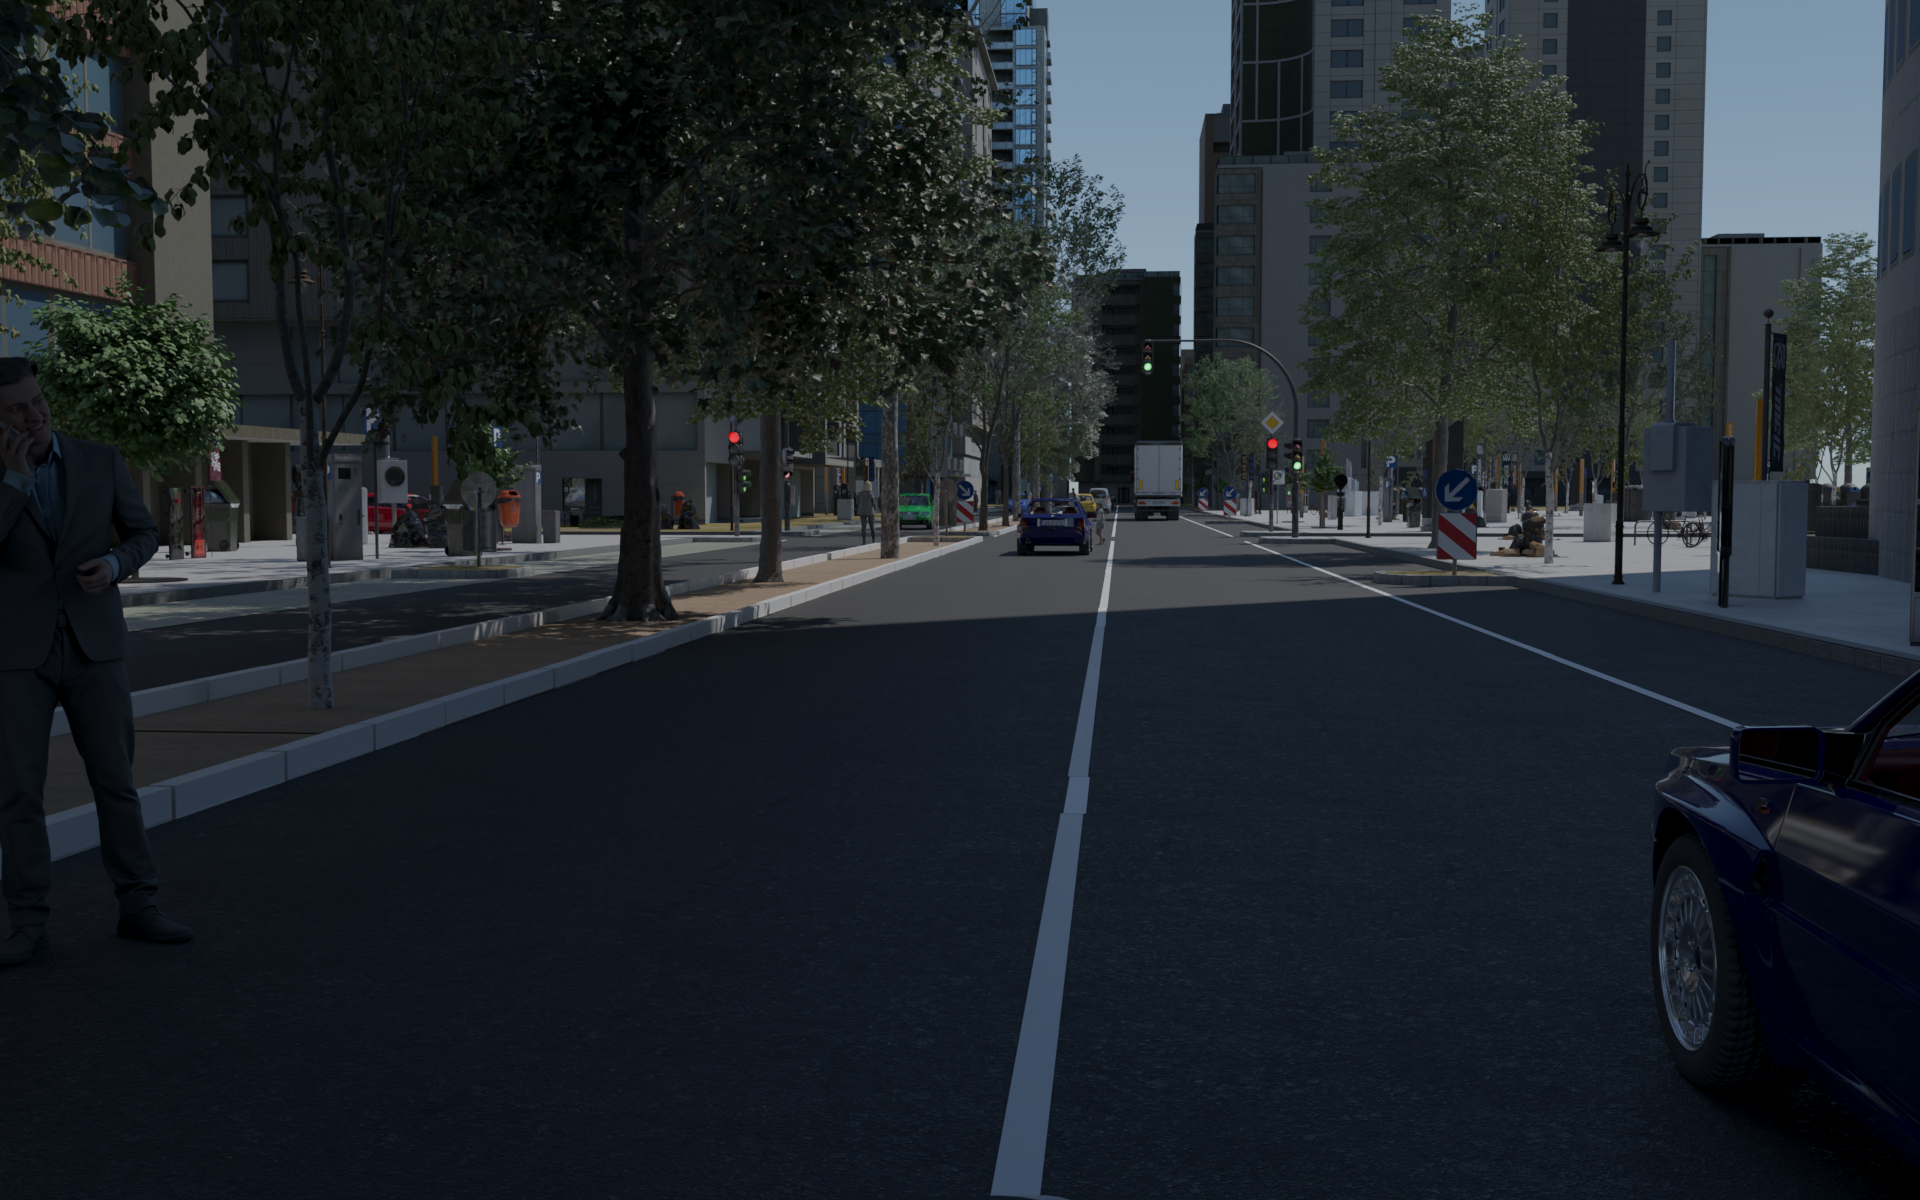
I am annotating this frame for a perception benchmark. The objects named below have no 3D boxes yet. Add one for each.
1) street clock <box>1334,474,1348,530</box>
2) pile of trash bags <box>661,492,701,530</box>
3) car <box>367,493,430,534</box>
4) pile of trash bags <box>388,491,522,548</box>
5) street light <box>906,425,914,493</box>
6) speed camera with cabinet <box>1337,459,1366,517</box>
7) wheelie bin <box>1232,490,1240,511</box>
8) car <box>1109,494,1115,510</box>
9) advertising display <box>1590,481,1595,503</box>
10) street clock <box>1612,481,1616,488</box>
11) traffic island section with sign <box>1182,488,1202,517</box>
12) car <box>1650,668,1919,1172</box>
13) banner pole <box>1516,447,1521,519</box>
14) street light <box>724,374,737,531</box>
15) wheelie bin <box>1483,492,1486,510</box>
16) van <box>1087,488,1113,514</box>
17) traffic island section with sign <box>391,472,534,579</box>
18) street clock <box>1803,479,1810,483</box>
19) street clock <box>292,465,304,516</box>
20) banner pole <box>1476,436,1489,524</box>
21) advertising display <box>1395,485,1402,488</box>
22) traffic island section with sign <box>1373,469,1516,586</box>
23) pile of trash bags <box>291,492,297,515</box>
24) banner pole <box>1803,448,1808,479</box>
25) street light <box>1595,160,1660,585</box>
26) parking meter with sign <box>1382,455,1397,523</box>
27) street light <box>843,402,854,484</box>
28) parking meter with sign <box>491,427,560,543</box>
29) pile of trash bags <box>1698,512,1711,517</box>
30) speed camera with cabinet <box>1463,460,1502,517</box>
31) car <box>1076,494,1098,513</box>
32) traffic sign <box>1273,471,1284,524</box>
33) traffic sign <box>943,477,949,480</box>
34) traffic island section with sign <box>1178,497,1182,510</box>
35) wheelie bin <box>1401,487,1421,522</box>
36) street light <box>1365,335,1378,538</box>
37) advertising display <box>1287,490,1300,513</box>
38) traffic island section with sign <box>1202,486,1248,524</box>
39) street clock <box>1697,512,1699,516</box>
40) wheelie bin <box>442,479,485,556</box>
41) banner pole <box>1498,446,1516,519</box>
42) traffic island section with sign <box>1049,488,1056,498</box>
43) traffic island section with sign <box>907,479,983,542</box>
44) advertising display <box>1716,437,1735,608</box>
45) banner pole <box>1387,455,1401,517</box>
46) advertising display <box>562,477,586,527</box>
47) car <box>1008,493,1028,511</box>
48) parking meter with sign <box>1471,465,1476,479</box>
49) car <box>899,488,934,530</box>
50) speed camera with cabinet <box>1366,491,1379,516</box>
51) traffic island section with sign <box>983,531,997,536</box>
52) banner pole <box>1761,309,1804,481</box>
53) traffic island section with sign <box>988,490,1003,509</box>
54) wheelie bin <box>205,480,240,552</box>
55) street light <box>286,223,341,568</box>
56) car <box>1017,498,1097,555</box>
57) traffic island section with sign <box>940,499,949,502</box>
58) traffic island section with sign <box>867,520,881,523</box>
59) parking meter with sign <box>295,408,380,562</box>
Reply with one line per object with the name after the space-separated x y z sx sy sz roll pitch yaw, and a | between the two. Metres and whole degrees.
13.541 -3.490 61.624 0.471 2.002 0.358 0 4 6 | street clock
-10.486 -3.310 63.869 1.912 1.369 3.447 0 4 -5 | pile of trash bags
-18.183 -2.921 56.799 4.494 1.783 2.155 0 4 6 | car
-12.119 -1.994 42.356 1.912 1.369 3.447 2 4 33 | pile of trash bags
-3.210 -8.587 113.185 0.468 5.910 1.993 0 4 5 | street light
22.121 -6.359 98.303 0.660 3.252 2.038 3 5 40 | speed camera with cabinet
20.811 -7.551 131.359 0.980 1.594 0.693 3 5 40 | wheelie bin
13.321 -9.106 160.675 2.131 1.459 4.920 0 4 6 | car
30.395 -4.776 83.296 0.123 1.923 0.974 2 4 25 | advertising display
35.623 -5.463 93.888 0.358 2.002 0.471 -3 5 -39 | street clock
15.361 -6.231 110.503 1.989 1.847 2.006 0 4 5 | traffic island section with sign
2.490 0.589 2.946 1.945 1.354 3.894 0 4 6 | car
29.129 -6.156 90.665 0.401 3.779 0.863 -1 4 -21 | banner pole
-8.006 -5.373 60.644 0.468 5.910 1.993 0 4 5 | street light
35.663 -6.673 117.006 0.693 1.594 0.980 0 4 3 | wheelie bin
10.230 -7.356 127.280 2.013 2.044 4.112 0 4 7 | van
-8.507 -1.307 29.995 1.989 1.847 2.006 0 4 5 | traffic island section with sign
41.179 -4.875 84.284 0.358 2.002 0.471 3 5 42 | street clock
-16.282 -2.332 42.703 0.358 2.002 0.471 -3 4 -37 | street clock
22.507 -5.181 74.734 0.863 3.779 0.401 -3 4 -37 | banner pole
32.915 -7.657 130.401 0.123 1.923 0.974 -1 4 -20 | advertising display
7.754 -1.182 27.961 1.989 1.847 2.006 0 4 5 | traffic island section with sign
-25.451 -3.657 69.536 3.447 1.369 1.912 -2 4 -27 | pile of trash bags
45.430 -6.311 93.202 0.401 3.779 0.863 0 4 5 | banner pole
9.357 -3.159 24.443 0.468 5.910 1.993 0 4 5 | street light
19.483 -5.049 78.819 0.543 3.016 1.738 1 4 8 | parking meter with sign
-5.644 -6.995 87.160 0.468 5.910 1.993 0 4 5 | street light
-11.332 -2.995 45.237 1.738 3.016 0.543 1 4 9 | parking meter with sign
42.202 -5.472 99.226 3.447 1.369 1.912 1 4 8 | pile of trash bags
29.460 -6.316 97.605 2.038 3.252 0.660 2 4 26 | speed camera with cabinet
8.326 -6.522 116.858 2.015 1.641 3.980 0 4 5 | car
13.665 -4.430 74.556 0.606 2.300 0.079 1 4 15 | traffic sign
-1.044 -8.111 132.719 0.768 2.556 0.104 1 4 12 | traffic sign
19.929 -9.267 160.150 1.989 1.847 2.006 0 4 5 | traffic island section with sign
20.581 -4.362 79.229 0.980 1.594 0.693 -2 4 -27 | wheelie bin
11.875 -4.735 50.207 0.468 5.910 1.993 0 4 5 | street light
22.063 -6.687 114.546 0.974 1.923 0.123 -1 4 -10 | advertising display
12.883 -4.589 83.662 1.989 1.847 2.006 0 4 5 | traffic island section with sign
40.354 -5.523 94.864 0.471 2.002 0.358 0 4 8 | street clock
-10.260 -1.709 35.852 0.980 1.594 0.693 2 4 33 | wheelie bin
28.005 -6.073 89.308 0.863 3.779 0.401 3 4 38 | banner pole
7.098 -7.714 134.258 2.006 1.907 1.989 0 4 5 | traffic island section with sign
-0.469 -2.686 52.058 2.006 1.907 1.989 0 4 5 | traffic island section with sign
8.776 -0.897 19.876 0.123 1.923 0.974 1 4 21 | advertising display
24.693 -6.646 98.680 0.863 3.779 0.401 0 4 -1 | banner pole
-14.988 -3.797 67.289 0.974 1.923 0.123 -3 5 -43 | advertising display
4.887 -8.261 144.654 1.945 1.707 3.694 0 4 4 | car
30.391 -6.600 104.176 1.738 3.016 0.543 -2 4 -32 | parking meter with sign
-1.886 -3.798 70.892 1.959 1.807 4.718 0 4 3 | car
24.015 -6.675 103.476 2.038 3.252 0.660 1 4 21 | speed camera with cabinet
0.220 -3.137 59.434 2.006 1.907 1.989 0 4 5 | traffic island section with sign
11.088 -2.057 23.650 0.863 3.779 0.401 -3 5 -43 | banner pole
3.627 -9.359 161.655 1.989 1.847 2.006 0 4 5 | traffic island section with sign
-16.536 -1.882 38.685 0.693 1.594 0.980 0 4 -4 | wheelie bin
-10.934 -3.484 29.744 0.468 5.910 1.993 0 4 5 | street light
2.332 -1.797 41.953 1.945 1.354 3.894 0 4 6 | car
-0.979 -6.304 111.692 1.989 1.847 2.006 0 4 5 | traffic island section with sign
-3.450 -4.662 84.850 1.989 1.847 2.006 0 4 5 | traffic island section with sign
-11.984 -2.276 33.466 0.543 3.016 1.738 2 4 34 | parking meter with sign
